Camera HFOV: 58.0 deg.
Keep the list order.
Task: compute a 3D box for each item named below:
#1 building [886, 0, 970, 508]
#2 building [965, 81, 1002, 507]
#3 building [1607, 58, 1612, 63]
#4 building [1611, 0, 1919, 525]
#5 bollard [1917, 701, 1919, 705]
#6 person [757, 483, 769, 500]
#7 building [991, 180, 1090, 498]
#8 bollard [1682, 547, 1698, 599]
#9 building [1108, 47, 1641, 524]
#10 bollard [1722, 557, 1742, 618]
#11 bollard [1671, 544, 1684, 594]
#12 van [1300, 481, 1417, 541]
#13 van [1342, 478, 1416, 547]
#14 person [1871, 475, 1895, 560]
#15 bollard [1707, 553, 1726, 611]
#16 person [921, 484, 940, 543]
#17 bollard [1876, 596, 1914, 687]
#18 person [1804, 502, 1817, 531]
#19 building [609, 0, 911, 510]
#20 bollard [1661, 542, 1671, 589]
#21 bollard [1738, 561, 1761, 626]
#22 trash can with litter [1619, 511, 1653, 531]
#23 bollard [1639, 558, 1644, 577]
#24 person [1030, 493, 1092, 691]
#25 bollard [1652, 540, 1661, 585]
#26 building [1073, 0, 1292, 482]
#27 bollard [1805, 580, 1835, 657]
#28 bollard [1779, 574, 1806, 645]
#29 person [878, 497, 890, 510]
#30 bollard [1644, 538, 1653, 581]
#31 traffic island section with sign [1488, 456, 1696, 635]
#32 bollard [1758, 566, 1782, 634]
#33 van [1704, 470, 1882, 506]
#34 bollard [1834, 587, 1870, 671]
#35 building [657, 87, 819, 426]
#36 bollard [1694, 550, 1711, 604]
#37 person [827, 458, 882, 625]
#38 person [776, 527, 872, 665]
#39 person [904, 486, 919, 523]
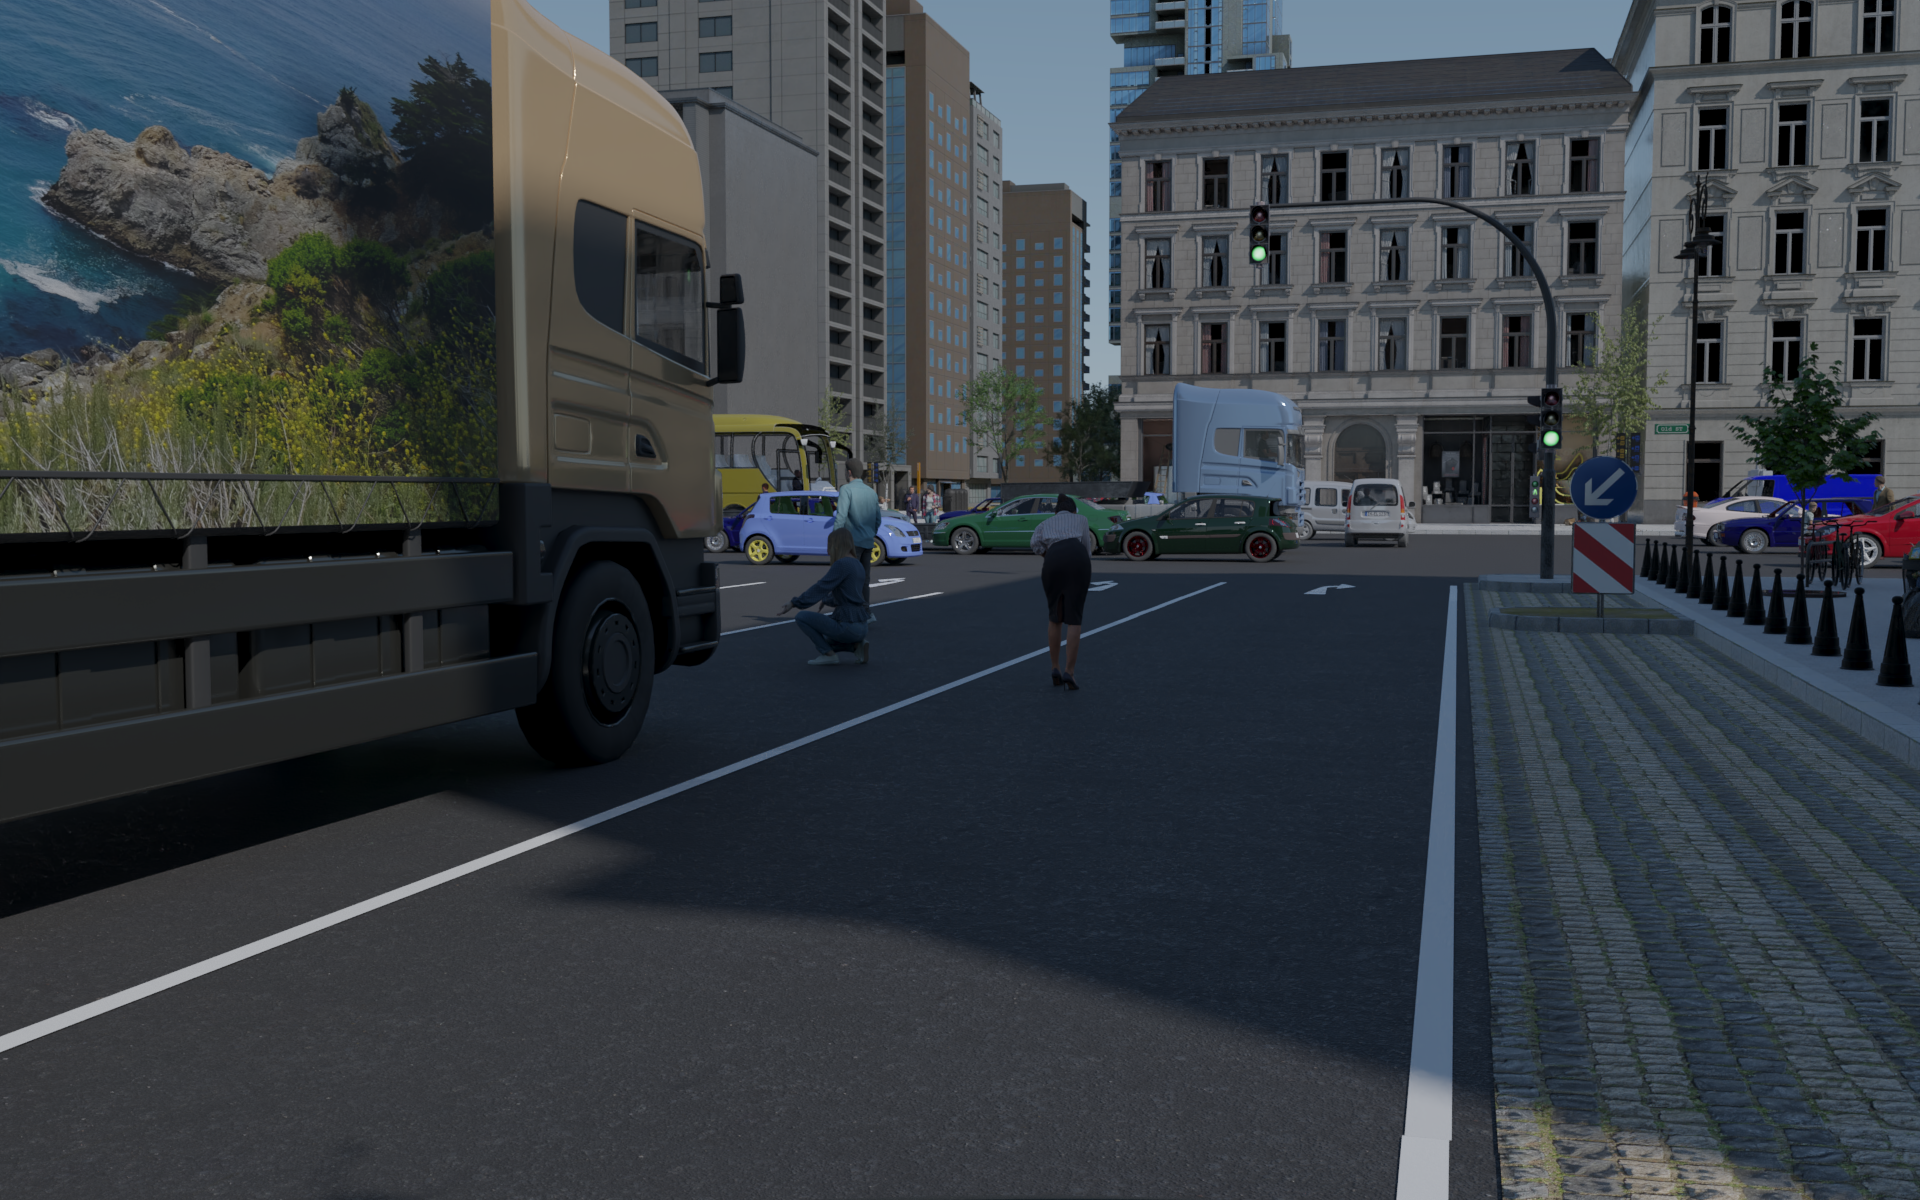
[{"bbox_3d":[-7.672,-31.266,161.315,14.600,45.320,14.200,1,4,16],"label":"building"},{"bbox_3d":[-3.428,-30.101,175.745,14.086,41.232,14.154,1,4,16],"label":"building"},{"bbox_3d":[89.795,-42.095,230.244,28.212,58.520,21.231,1,4,16],"label":"building"},{"bbox_3d":[51.432,-18.163,73.386,44.131,29.872,17.030,1,4,16],"label":"building"},{"bbox_3d":[5.947,0.339,10.504,0.229,0.601,0.229,0,3,0],"label":"bollard"},{"bbox_3d":[-5.419,-2.390,48.284,0.576,1.737,0.504,-2,4,-34],"label":"person"},{"bbox_3d":[10.341,-36.630,249.002,14.200,45.320,14.600,1,4,16],"label":"building"},{"bbox_3d":[9.055,-0.322,21.305,0.229,0.601,0.229,0,3,0],"label":"bollard"},{"bbox_3d":[9.669,-14.103,81.493,40.483,20.767,10.553,1,4,16],"label":"building"},{"bbox_3d":[8.124,-0.124,18.071,0.229,0.601,0.229,0,3,0],"label":"bollard"},{"bbox_3d":[9.368,-0.389,22.399,0.229,0.601,0.229,0,3,0],"label":"bollard"},{"bbox_3d":[12.132,-2.876,54.040,4.112,2.044,2.013,1,4,17],"label":"van"},{"bbox_3d":[11.591,-2.510,48.047,2.013,2.044,4.112,1,4,15],"label":"van"},{"bbox_3d":[20.197,-1.808,37.980,0.836,1.842,0.656,-3,5,-44],"label":"person"},{"bbox_3d":[8.435,-0.190,19.152,0.229,0.601,0.229,0,3,0],"label":"bollard"},{"bbox_3d":[-0.853,-2.555,51.113,0.563,1.720,0.643,1,4,15],"label":"person"},{"bbox_3d":[6.266,0.272,11.591,0.229,0.601,0.229,0,3,0],"label":"bollard"},{"bbox_3d":[19.414,-1.617,39.625,0.352,1.250,0.332,3,4,37],"label":"person"},{"bbox_3d":[-15.222,-43.203,144.614,20.563,71.187,20.611,1,4,16],"label":"building"},{"bbox_3d":[9.684,-0.456,23.498,0.229,0.601,0.229,0,3,0],"label":"bollard"},{"bbox_3d":[7.809,-0.058,16.986,0.229,0.601,0.229,0,3,0],"label":"bollard"},{"bbox_3d":[23.699,-3.100,61.749,1.678,1.210,2.233,1,4,13],"label":"trash can with litter"},{"bbox_3d":[10.618,-0.655,26.745,0.229,0.601,0.229,0,3,0],"label":"bollard"},{"bbox_3d":[0.803,-0.075,12.918,0.628,1.438,0.799,-2,4,-26],"label":"person"},{"bbox_3d":[10.001,-0.522,24.583,0.229,0.601,0.229,0,3,0],"label":"bollard"},{"bbox_3d":[33.733,-57.029,245.096,31.000,86.520,22.319,1,4,16],"label":"building"},{"bbox_3d":[6.888,0.140,13.753,0.229,0.601,0.229,0,3,0],"label":"bollard"},{"bbox_3d":[7.192,0.074,14.831,0.229,0.601,0.229,0,3,0],"label":"bollard"},{"bbox_3d":[-2.639,-2.950,60.638,0.435,1.345,0.340,-2,4,-28],"label":"person"},{"bbox_3d":[10.307,-0.588,25.661,0.229,0.601,0.229,0,3,0],"label":"bollard"},{"bbox_3d":[6.740,-0.612,18.637,1.989,1.847,2.006,1,4,16],"label":"traffic island section with sign"},{"bbox_3d":[7.505,0.008,15.907,0.229,0.601,0.229,0,3,0],"label":"bollard"},{"bbox_3d":[26.145,-3.073,54.625,5.245,2.365,2.240,1,4,15],"label":"van"},{"bbox_3d":[6.571,0.206,12.669,0.229,0.601,0.229,0,3,0],"label":"bollard"},{"bbox_3d":[-24.200,-16.792,93.617,30.058,24.678,14.314,1,4,16],"label":"building"},{"bbox_3d":[8.749,-0.256,20.227,0.229,0.601,0.229,0,3,0],"label":"bollard"},{"bbox_3d":[-1.084,-0.618,18.618,0.620,1.820,0.660,3,4,37],"label":"person"},{"bbox_3d":[-1.150,-0.034,14.557,0.738,1.151,1.012,2,4,28],"label":"person"},{"bbox_3d":[-1.694,-3.128,60.555,0.541,1.710,0.530,2,4,26],"label":"person"}]
